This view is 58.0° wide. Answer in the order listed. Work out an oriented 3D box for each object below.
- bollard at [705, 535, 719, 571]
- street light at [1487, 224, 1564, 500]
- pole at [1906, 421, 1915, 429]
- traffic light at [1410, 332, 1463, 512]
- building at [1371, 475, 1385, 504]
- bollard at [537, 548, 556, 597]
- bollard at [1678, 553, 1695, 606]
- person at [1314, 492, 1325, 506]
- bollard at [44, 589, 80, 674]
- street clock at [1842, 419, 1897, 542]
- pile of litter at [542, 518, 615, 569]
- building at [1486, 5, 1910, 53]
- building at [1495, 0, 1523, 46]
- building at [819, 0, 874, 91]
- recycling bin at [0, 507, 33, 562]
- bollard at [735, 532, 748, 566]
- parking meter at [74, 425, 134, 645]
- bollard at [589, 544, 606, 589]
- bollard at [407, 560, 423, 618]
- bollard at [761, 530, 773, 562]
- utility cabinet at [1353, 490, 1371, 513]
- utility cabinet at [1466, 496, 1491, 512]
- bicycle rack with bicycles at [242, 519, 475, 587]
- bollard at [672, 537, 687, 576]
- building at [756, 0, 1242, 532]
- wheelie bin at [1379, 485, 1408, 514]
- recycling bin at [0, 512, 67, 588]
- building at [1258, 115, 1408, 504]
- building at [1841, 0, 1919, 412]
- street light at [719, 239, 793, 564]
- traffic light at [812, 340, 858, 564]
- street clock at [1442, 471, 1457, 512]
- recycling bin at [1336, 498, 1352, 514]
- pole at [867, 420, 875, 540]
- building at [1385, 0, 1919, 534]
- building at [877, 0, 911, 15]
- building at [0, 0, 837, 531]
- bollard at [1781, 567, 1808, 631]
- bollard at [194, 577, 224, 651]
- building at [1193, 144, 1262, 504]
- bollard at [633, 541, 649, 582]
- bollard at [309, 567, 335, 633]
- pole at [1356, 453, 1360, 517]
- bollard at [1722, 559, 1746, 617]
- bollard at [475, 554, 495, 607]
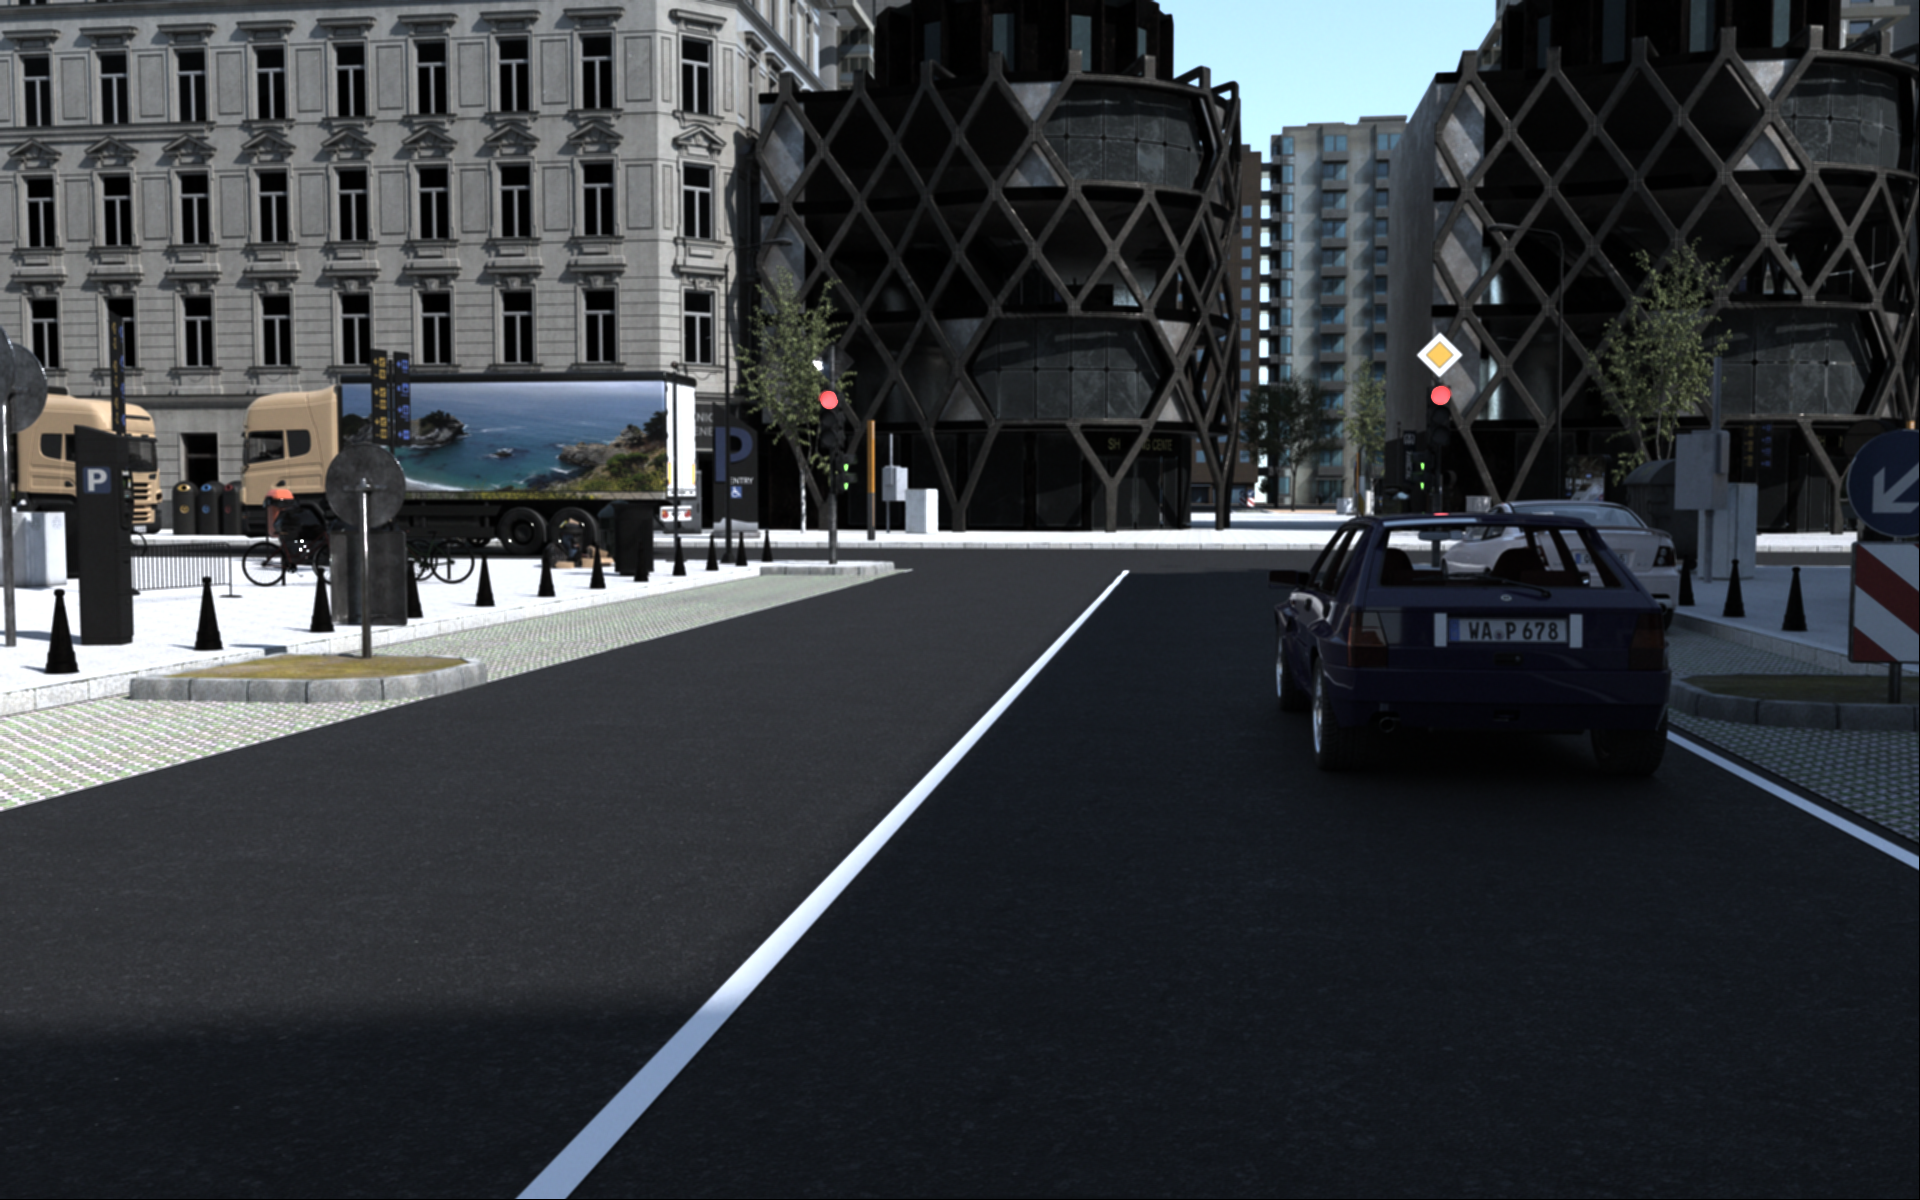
[{"bbox_3d":[-4.159,-0.795,29.045,0.229,0.601,0.229,0,3,0],"label":"bollard"},{"bbox_3d":[9.762,-3.506,29.872,1.470,5.913,1.316,0,4,8],"label":"street light"},{"bbox_3d":[26.554,-3.342,48.478,0.158,3.312,0.155,0,3,0],"label":"pole"},{"bbox_3d":[8.303,-2.524,30.181,0.839,4.253,0.868,0,4,8],"label":"traffic light"},{"bbox_3d":[55.316,-28.648,160.268,32.217,40.220,23.993,0,4,8],"label":"building"},{"bbox_3d":[-5.177,-0.344,21.666,0.229,0.601,0.229,0,3,0],"label":"bollard"},{"bbox_3d":[8.358,-0.239,19.955,0.229,0.601,0.229,0,3,0],"label":"bollard"},{"bbox_3d":[41.075,-11.531,197.768,1.217,1.736,0.721,0,4,-6],"label":"person"},{"bbox_3d":[-6.453,0.221,12.425,0.229,0.601,0.229,0,3,0],"label":"bollard"},{"bbox_3d":[8.842,-0.750,16.840,0.358,2.002,0.471,-2,4,-35],"label":"street clock"},{"bbox_3d":[-6.632,-1.009,30.466,1.719,0.858,1.176,-3,5,-40],"label":"pile of litter"},{"bbox_3d":[52.707,-27.191,136.452,32.217,40.220,23.993,0,4,8],"label":"building"},{"bbox_3d":[78.694,-47.613,216.719,20.611,71.187,20.563,0,4,8],"label":"building"},{"bbox_3d":[-18.029,-27.025,133.745,32.217,40.220,23.993,0,4,8],"label":"building"},{"bbox_3d":[-18.989,-1.330,34.295,0.722,1.027,0.722,1,4,9],"label":"recycling bin"},{"bbox_3d":[-3.901,-0.909,30.902,0.229,0.601,0.229,0,3,0],"label":"bollard"},{"bbox_3d":[-7.276,-0.553,14.759,0.399,1.863,0.255,0,4,-5],"label":"parking meter"},{"bbox_3d":[-4.921,-0.457,23.508,0.229,0.601,0.229,0,3,0],"label":"bollard"},{"bbox_3d":[-5.687,-0.117,17.961,0.229,0.601,0.229,0,3,0],"label":"bollard"},{"bbox_3d":[-3.650,-1.022,32.753,0.229,0.601,0.229,0,3,0],"label":"bollard"},{"bbox_3d":[24.541,-5.943,105.854,0.318,1.500,1.173,-2,4,-30],"label":"utility cabinet"},{"bbox_3d":[16.309,-2.650,54.482,1.020,1.237,0.306,-3,5,-43],"label":"utility cabinet"},{"bbox_3d":[-8.423,-0.709,24.978,2.925,0.926,2.852,0,4,3],"label":"bicycle rack with bicycles"},{"bbox_3d":[-4.412,-0.683,27.202,0.229,0.601,0.229,0,3,0],"label":"bollard"},{"bbox_3d":[2.108,-12.127,65.733,16.811,18.784,16.820,0,4,8],"label":"building"},{"bbox_3d":[14.746,-3.126,59.015,0.980,1.594,0.693,2,4,23],"label":"wheelie bin"},{"bbox_3d":[-13.021,-0.710,24.164,0.722,1.027,0.722,1,4,18],"label":"recycling bin"},{"bbox_3d":[53.548,-36.840,221.947,30.456,49.044,23.786,0,4,8],"label":"building"},{"bbox_3d":[86.983,-37.688,158.191,28.212,58.520,21.231,0,4,8],"label":"building"},{"bbox_3d":[-3.735,-3.620,31.725,1.470,5.913,1.316,0,4,8],"label":"street light"},{"bbox_3d":[-2.310,-2.612,31.624,0.839,4.253,0.868,0,4,8],"label":"traffic light"},{"bbox_3d":[15.159,-3.009,53.769,0.358,2.002,0.471,-2,4,-24],"label":"street clock"},{"bbox_3d":[24.430,-5.966,110.095,0.722,1.027,0.722,-2,4,-28],"label":"recycling bin"},{"bbox_3d":[-2.458,-3.307,47.910,0.158,3.312,0.155,0,3,0],"label":"pole"},{"bbox_3d":[24.941,-11.945,62.748,16.811,18.784,16.820,0,4,8],"label":"building"},{"bbox_3d":[-9.194,-43.780,154.056,20.563,71.187,20.611,0,4,8],"label":"building"},{"bbox_3d":[-28.355,-17.952,69.937,44.131,29.872,17.030,0,4,8],"label":"building"},{"bbox_3d":[7.847,-0.014,16.269,0.229,0.601,0.229,0,3,0],"label":"bollard"},{"bbox_3d":[-6.198,0.108,14.269,0.229,0.601,0.229,0,3,0],"label":"bollard"},{"bbox_3d":[30.957,-34.959,221.686,14.200,45.320,14.600,0,4,8],"label":"building"},{"bbox_3d":[-4.673,-0.570,25.360,0.229,0.601,0.229,0,3,0],"label":"bollard"},{"bbox_3d":[-5.943,-0.005,16.119,0.229,0.601,0.229,0,3,0],"label":"bollard"},{"bbox_3d":[19.688,-5.616,85.661,0.158,3.312,0.155,0,3,0],"label":"pole"},{"bbox_3d":[8.101,-0.127,18.112,0.229,0.601,0.229,0,3,0],"label":"bollard"},{"bbox_3d":[-5.436,-0.230,19.805,0.229,0.601,0.229,0,3,0],"label":"bollard"}]
